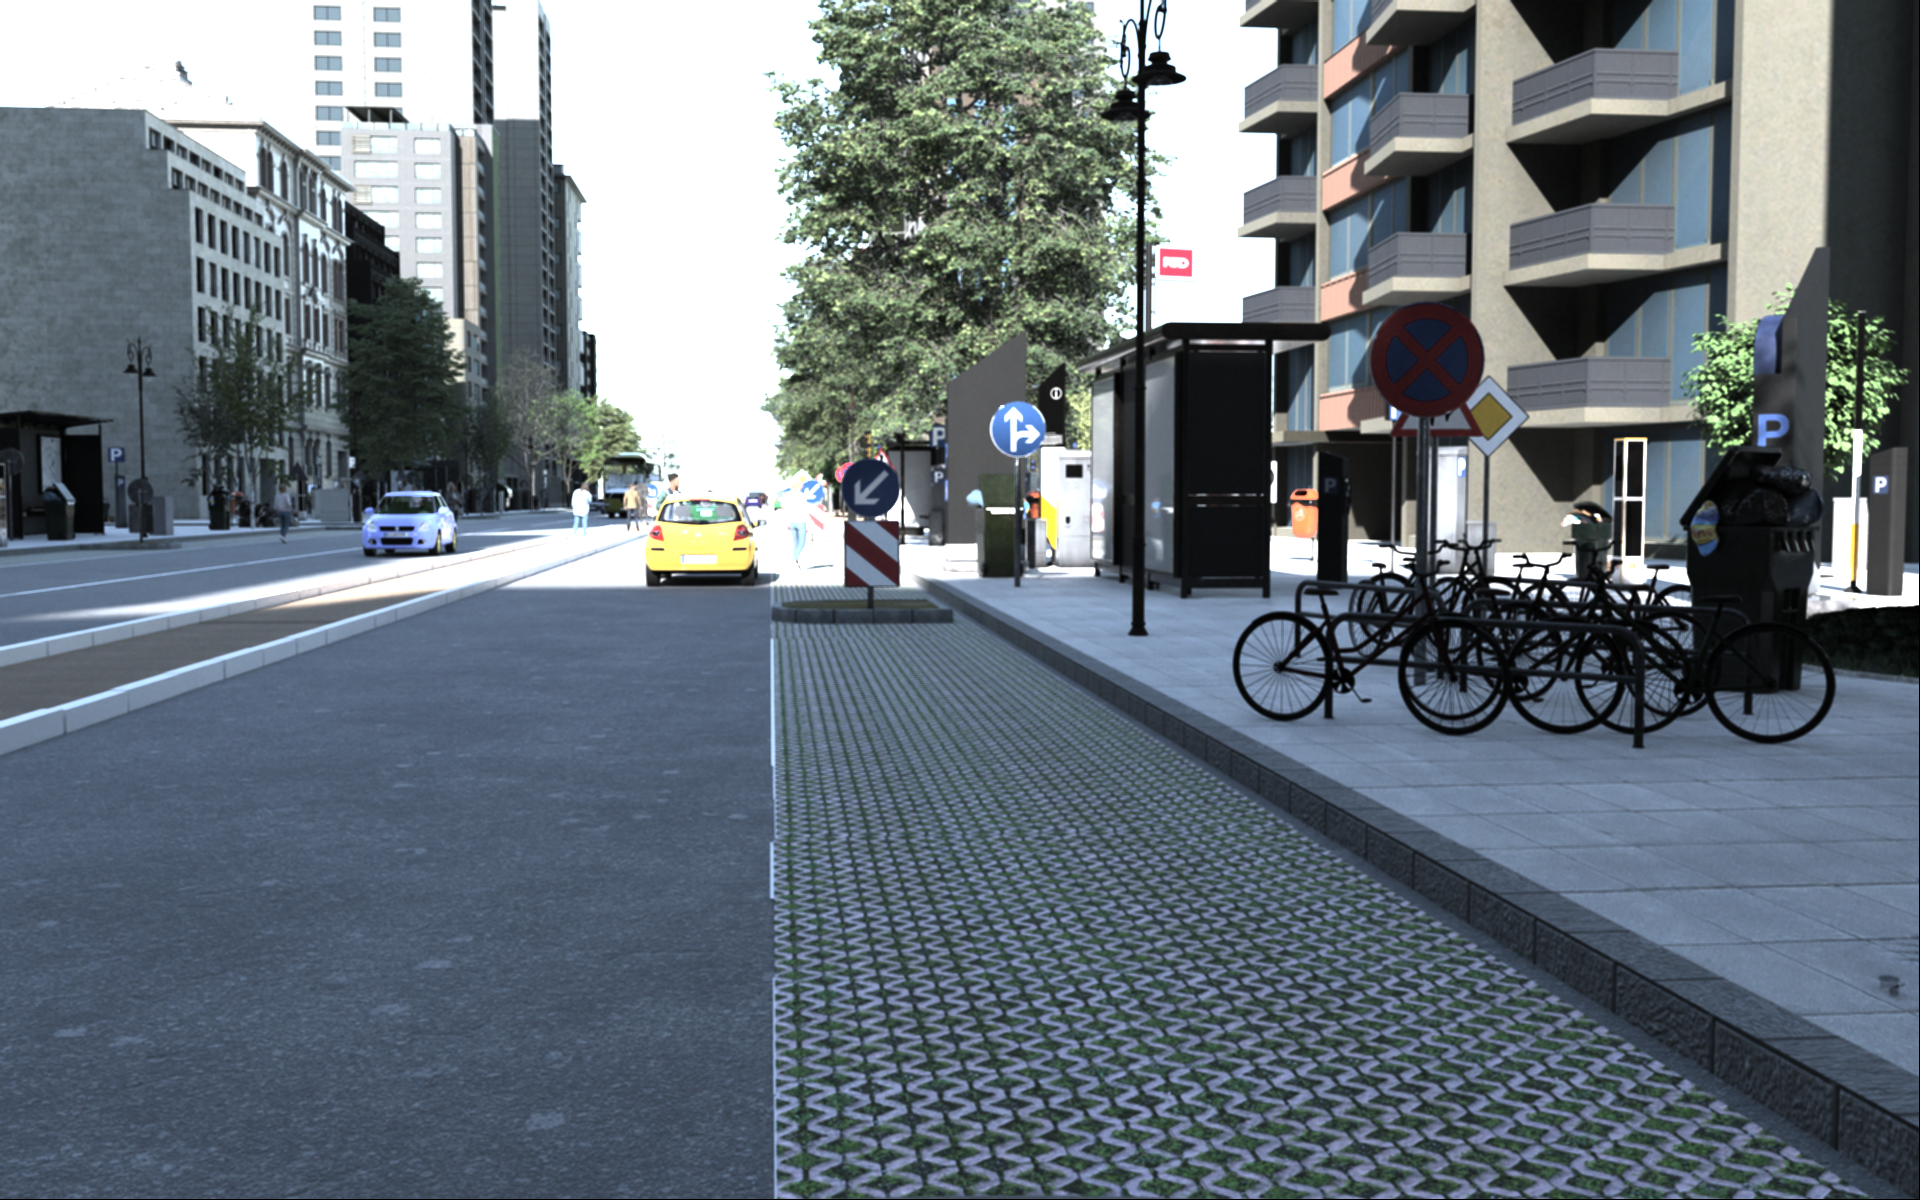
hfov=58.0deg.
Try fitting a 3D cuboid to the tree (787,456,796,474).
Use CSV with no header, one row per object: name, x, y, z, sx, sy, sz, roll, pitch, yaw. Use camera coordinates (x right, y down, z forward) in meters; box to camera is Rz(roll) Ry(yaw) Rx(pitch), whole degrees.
tree,-19.758,-16.394,218.409,4.737,8.622,4.395,0,3,0

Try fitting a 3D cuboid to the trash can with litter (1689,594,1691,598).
trash can with litter,9.842,-0.638,21.486,1.678,1.210,2.233,0,4,-1

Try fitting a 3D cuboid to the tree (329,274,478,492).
tree,-28.727,-10.496,89.738,7.486,12.596,7.792,0,3,0

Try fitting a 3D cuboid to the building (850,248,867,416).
building,-7.864,-39.481,300.135,22.147,44.769,28.867,0,4,-6

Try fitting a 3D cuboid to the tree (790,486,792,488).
tree,-29.583,-19.046,306.004,1.663,3.219,1.824,0,3,0

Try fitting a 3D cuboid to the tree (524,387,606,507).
tree,-38.372,-14.877,168.994,9.928,11.665,9.643,0,3,0

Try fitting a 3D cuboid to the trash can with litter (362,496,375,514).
trash can with litter,-38.155,-6.153,111.992,0.624,1.170,1.055,3,5,40

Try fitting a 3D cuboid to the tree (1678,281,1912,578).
tree,12.932,-2.641,26.899,4.285,4.588,4.351,0,3,0

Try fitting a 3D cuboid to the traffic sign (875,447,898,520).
traffic sign,-2.154,-2.920,47.738,0.884,2.594,0.081,0,4,2

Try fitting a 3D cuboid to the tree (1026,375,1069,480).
tree,3.186,-8.582,90.672,4.360,8.622,3.978,0,3,0

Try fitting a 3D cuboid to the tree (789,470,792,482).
tree,-10.211,-9.134,133.059,4.285,4.588,4.351,0,3,0

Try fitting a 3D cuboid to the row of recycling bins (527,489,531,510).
row of recycling bins,-35.831,-8.059,138.870,1.069,1.692,3.534,2,4,29

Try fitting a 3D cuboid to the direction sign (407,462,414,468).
direction sign,-38.621,-7.895,121.085,0.876,3.537,0.379,-1,4,-12

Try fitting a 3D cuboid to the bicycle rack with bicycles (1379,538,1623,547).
bicycle rack with bicycles,3.871,0.002,13.342,2.852,0.926,2.925,-1,4,-21

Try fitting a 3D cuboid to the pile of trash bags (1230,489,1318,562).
pile of trash bags,5.557,-1.467,33.732,1.912,1.369,3.447,-3,5,-44

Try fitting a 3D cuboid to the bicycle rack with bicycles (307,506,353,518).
bicycle rack with bicycles,-34.408,-4.981,94.821,2.925,0.926,2.852,-1,4,-23

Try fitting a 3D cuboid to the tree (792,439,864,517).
tree,-6.589,-7.020,98.499,4.285,4.588,4.351,0,3,0

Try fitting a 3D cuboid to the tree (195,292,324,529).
tree,-25.910,-6.929,63.659,4.737,8.622,4.395,0,3,0

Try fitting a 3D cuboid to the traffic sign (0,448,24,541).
traffic sign,-26.127,-2.907,47.628,0.768,2.556,0.104,0,4,0

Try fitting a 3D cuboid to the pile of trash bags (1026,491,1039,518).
pile of trash bags,2.948,-2.068,43.563,3.447,1.369,1.912,3,5,43

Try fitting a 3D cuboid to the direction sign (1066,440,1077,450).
direction sign,4.509,-4.952,72.968,0.876,3.537,0.379,-1,4,-14

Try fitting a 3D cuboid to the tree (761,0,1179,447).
tree,0.282,-7.956,36.737,9.857,13.997,8.962,0,3,0

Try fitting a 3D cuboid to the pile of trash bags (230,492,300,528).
pile of trash bags,-27.452,-3.543,67.681,3.447,1.369,1.912,2,4,35

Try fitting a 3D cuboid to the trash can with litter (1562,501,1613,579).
trash can with litter,9.647,-0.905,26.182,1.055,1.170,0.624,-3,4,-36

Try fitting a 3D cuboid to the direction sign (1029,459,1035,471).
direction sign,4.370,-7.193,109.600,0.876,3.537,0.379,2,4,35

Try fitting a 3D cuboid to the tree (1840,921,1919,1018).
tree,2.966,-5.718,3.855,12.009,13.543,11.850,0,3,0

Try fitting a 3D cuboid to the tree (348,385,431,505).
tree,-38.543,-10.160,116.485,4.360,8.622,3.978,0,3,0

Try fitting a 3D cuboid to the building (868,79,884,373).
building,-5.963,-51.103,273.786,20.563,71.187,20.611,0,4,-6

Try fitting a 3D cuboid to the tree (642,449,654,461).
tree,-49.980,-19.827,274.540,4.737,8.622,4.395,0,3,0

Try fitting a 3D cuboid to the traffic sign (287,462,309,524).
traffic sign,-26.511,-4.241,69.342,0.884,2.594,0.081,0,4,-1

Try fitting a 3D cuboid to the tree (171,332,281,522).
tree,-32.863,-7.803,77.934,4.360,8.622,3.978,0,3,0

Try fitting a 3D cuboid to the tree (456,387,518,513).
tree,-32.100,-10.305,118.843,4.737,8.622,4.395,0,3,0

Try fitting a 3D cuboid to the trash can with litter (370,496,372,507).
trash can with litter,-42.034,-6.974,125.084,2.233,1.210,1.678,1,4,14

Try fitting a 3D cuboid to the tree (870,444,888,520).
tree,-2.637,-3.899,58.347,1.663,3.219,1.824,0,3,0

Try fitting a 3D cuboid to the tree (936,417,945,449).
tree,-0.960,-11.968,146.039,4.737,8.622,4.395,0,3,0

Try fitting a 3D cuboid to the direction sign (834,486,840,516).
direction sign,-7.303,-6.776,102.776,0.379,3.537,0.876,1,4,17

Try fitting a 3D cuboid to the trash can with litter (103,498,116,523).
trash can with litter,-38.387,-4.074,78.004,1.055,1.170,0.624,1,4,18

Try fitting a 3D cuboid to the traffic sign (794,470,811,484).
traffic sign,-6.517,-4.153,71.550,0.795,2.450,0.064,0,4,-6

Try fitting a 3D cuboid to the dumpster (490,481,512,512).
dumpster,-33.549,-7.573,126.304,1.502,2.255,1.985,0,4,-6

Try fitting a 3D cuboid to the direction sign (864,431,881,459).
direction sign,-3.105,-4.304,62.367,0.876,3.537,0.379,-3,5,-44

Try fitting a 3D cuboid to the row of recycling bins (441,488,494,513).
row of recycling bins,-32.884,-6.639,115.658,3.534,1.692,1.069,-3,4,-38

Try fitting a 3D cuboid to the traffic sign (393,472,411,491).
traffic sign,-24.977,-4.523,77.591,0.795,2.450,0.064,0,4,-6

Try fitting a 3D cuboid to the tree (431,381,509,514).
tree,-31.100,-9.896,112.164,4.360,8.622,3.978,0,3,0

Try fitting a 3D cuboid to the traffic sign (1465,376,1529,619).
traffic sign,5.164,-0.968,17.007,0.795,2.450,0.064,0,4,1

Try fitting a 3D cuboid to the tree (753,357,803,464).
tree,-23.950,-23.510,240.275,12.611,20.169,13.585,0,3,0

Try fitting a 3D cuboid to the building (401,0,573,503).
building,-68.049,-49.855,253.381,20.563,71.187,20.611,0,4,-6

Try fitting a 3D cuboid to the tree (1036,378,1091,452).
tree,7.260,-9.497,105.646,4.737,8.622,4.395,0,3,0

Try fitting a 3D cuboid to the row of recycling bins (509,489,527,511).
row of recycling bins,-35.879,-7.853,135.512,3.534,1.692,1.069,1,4,20

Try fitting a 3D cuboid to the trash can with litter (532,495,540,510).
trash can with litter,-35.556,-8.151,144.655,0.624,1.170,1.055,-1,4,-19

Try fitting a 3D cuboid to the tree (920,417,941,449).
tree,-3.393,-10.552,122.881,4.360,8.622,3.978,0,3,0

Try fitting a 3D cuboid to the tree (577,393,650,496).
tree,-39.848,-16.924,194.829,7.486,12.596,7.792,0,3,0

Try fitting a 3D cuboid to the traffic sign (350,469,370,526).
traffic sign,-24.109,-4.037,69.653,0.795,2.450,0.064,0,4,-6

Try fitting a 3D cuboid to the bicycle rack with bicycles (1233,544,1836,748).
bicycle rack with bicycles,3.383,0.221,9.772,2.925,0.926,2.852,3,5,42

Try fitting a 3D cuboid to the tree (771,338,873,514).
tree,-8.485,-11.903,112.737,7.486,12.596,7.792,0,3,0

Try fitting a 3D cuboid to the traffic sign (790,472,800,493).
traffic sign,-7.385,-4.639,79.488,0.795,2.450,0.064,0,4,-6

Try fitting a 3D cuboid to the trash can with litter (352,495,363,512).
trash can with litter,-36.241,-5.621,102.956,1.678,1.210,2.233,-1,4,-12
